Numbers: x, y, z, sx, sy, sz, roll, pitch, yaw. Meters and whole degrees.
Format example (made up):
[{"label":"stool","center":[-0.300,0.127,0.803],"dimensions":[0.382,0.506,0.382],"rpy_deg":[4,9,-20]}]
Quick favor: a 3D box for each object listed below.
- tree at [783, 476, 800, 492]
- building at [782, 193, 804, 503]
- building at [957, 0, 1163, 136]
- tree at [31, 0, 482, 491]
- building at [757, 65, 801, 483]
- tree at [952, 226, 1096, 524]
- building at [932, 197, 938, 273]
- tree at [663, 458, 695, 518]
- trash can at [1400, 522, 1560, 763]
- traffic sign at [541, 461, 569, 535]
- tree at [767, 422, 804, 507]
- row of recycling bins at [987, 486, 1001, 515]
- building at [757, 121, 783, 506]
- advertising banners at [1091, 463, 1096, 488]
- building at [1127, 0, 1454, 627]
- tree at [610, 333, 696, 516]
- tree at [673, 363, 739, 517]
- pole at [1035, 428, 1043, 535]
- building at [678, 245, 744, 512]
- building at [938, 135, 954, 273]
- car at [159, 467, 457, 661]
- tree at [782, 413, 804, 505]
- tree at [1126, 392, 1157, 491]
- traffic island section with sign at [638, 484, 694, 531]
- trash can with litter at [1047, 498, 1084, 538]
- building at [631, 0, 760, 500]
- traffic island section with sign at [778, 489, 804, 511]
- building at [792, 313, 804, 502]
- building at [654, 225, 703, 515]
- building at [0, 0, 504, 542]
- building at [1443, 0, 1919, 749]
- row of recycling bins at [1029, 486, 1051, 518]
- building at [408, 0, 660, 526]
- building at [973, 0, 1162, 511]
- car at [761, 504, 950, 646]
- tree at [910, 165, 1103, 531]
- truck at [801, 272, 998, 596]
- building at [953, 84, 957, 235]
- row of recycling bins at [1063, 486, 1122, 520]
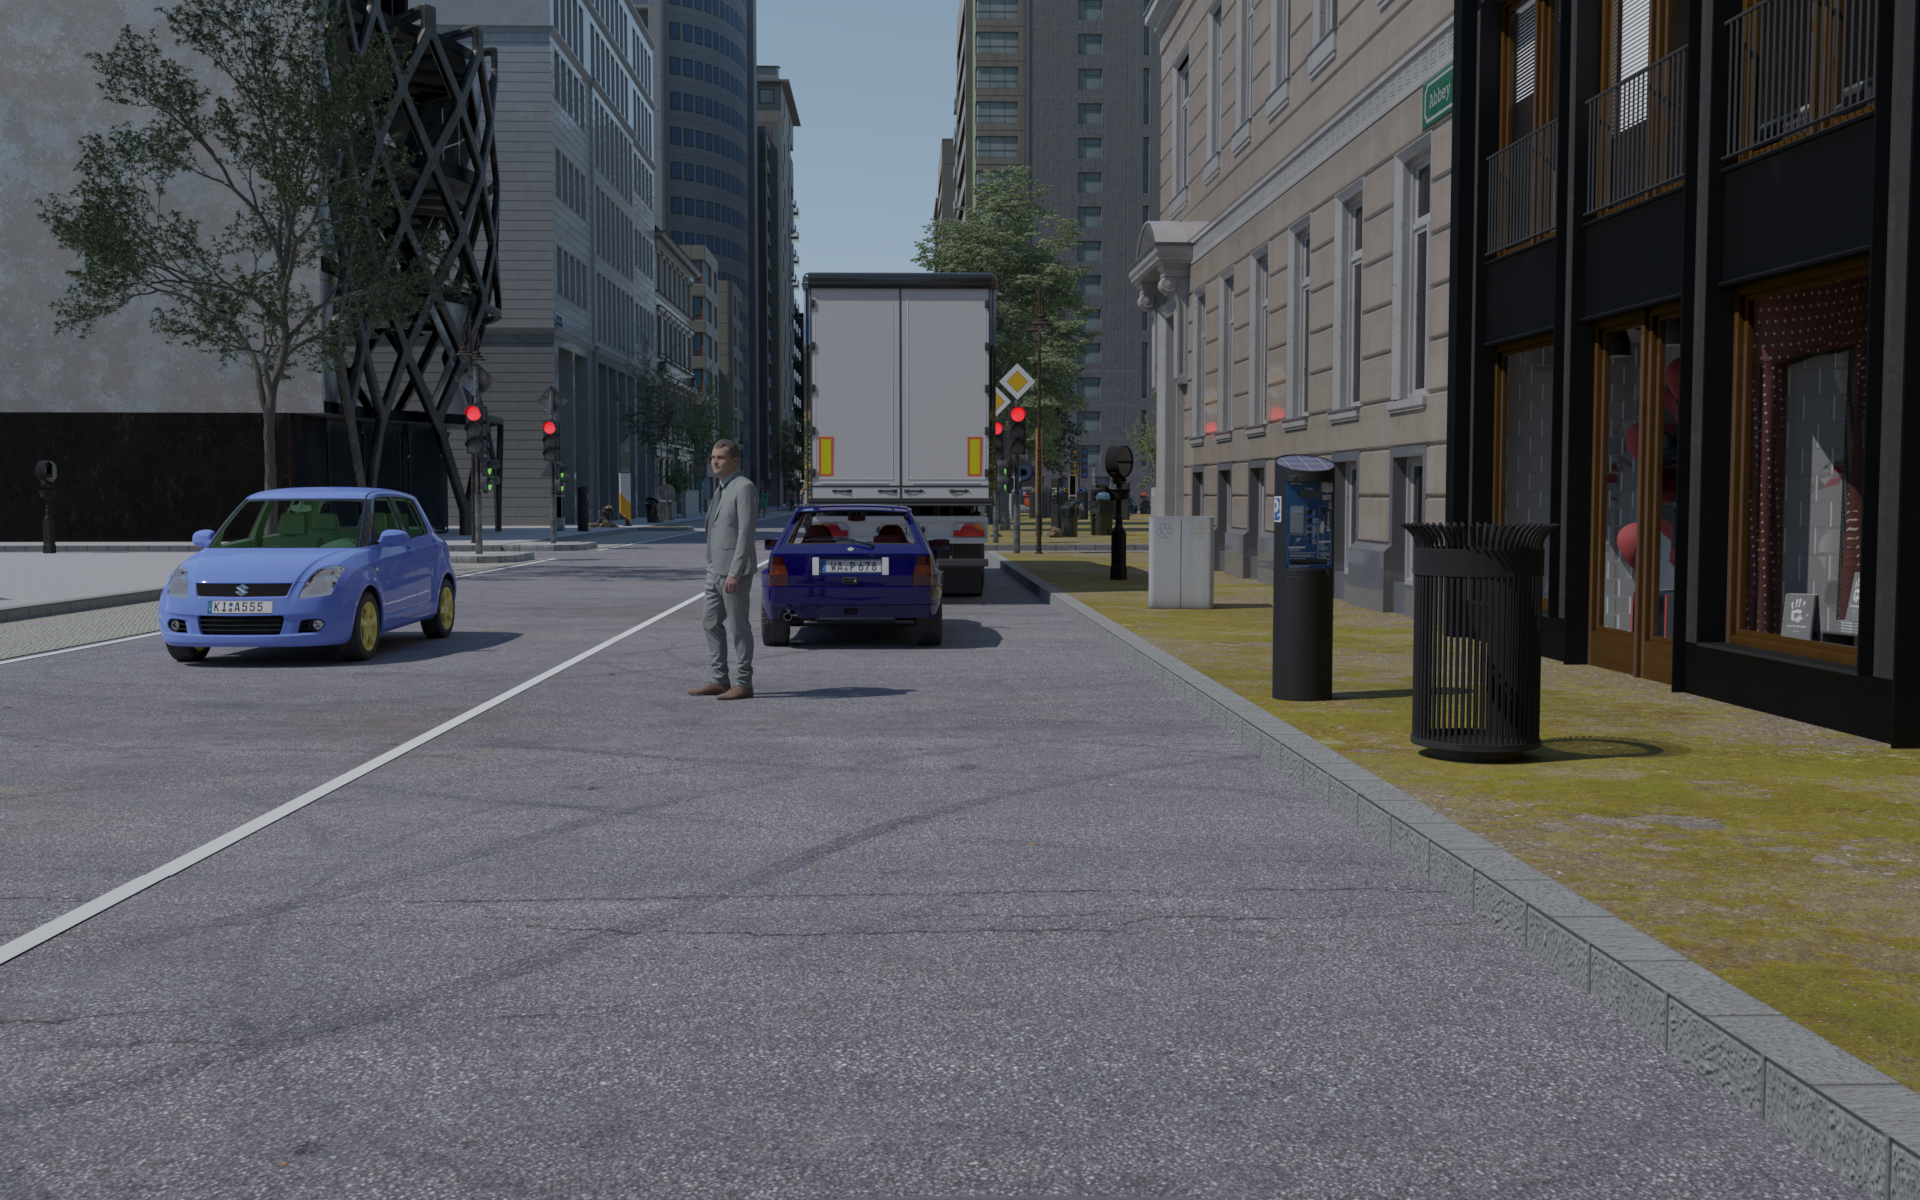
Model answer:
[{"label":"tree","center":[-18.051,-11.579,183.915],"dimensions":[1.663,3.219,1.824],"rpy_deg":[0,3,0]},{"label":"building","center":[-34.456,-38.444,248.168],"dimensions":[23.786,49.044,30.456],"rpy_deg":[0,4,-2]},{"label":"building","center":[10.712,-32.382,153.150],"dimensions":[21.300,48.544,21.600],"rpy_deg":[0,4,-2]},{"label":"tree","center":[-12.182,-5.831,29.754],"dimensions":[8.767,10.594,7.601],"rpy_deg":[1,4,17]},{"label":"building","center":[-34.898,-38.438,217.707],"dimensions":[28.713,52.752,27.495],"rpy_deg":[0,4,-2]},{"label":"tree","center":[1.344,-9.601,73.987],"dimensions":[9.611,12.733,9.660],"rpy_deg":[0,3,0]},{"label":"building","center":[7.156,-36.454,250.650],"dimensions":[22.147,44.769,28.867],"rpy_deg":[0,4,-2]},{"label":"tree","center":[-15.054,-6.019,93.012],"dimensions":[1.663,3.219,1.824],"rpy_deg":[0,3,0]},{"label":"trash can","center":[2.524,0.195,8.458],"dimensions":[0.748,1.137,0.748],"rpy_deg":[0,3,0]},{"label":"traffic sign","center":[-12.747,-3.336,54.554],"dimensions":[0.884,2.594,0.081],"rpy_deg":[0,4,-2]},{"label":"tree","center":[-17.597,-13.825,176.404],"dimensions":[4.360,8.622,3.978],"rpy_deg":[0,3,0]},{"label":"row of recycling bins","center":[1.815,-4.776,85.205],"dimensions":[1.069,1.692,3.534],"rpy_deg":[0,4,1]},{"label":"building","center":[-26.448,-30.627,184.352],"dimensions":[14.154,41.232,14.086],"rpy_deg":[0,4,-2]},{"label":"advertising banners","center":[8.042,-6.262,98.578],"dimensions":[0.090,3.025,2.074],"rpy_deg":[3,5,39]},{"label":"building","center":[10.525,-14.630,25.101],"dimensions":[13.634,28.700,20.117],"rpy_deg":[0,4,-2]},{"label":"tree","center":[-13.819,-7.862,78.899],"dimensions":[4.360,8.622,3.978],"rpy_deg":[0,3,0]},{"label":"tree","center":[-14.592,-9.026,97.935],"dimensions":[4.737,8.622,4.395],"rpy_deg":[0,3,0]},{"label":"pole","center":[2.455,-3.667,53.798],"dimensions":[0.158,3.312,0.155],"rpy_deg":[0,3,0]},{"label":"building","center":[-32.011,-17.699,134.423],"dimensions":[27.650,21.520,28.899],"rpy_deg":[0,4,-2]},{"label":"building","center":[8.036,-36.796,225.311],"dimensions":[21.300,48.544,21.600],"rpy_deg":[0,4,-2]},{"label":"car","center":[-5.927,-0.391,15.988],"dimensions":[1.945,1.707,3.694],"rpy_deg":[0,4,-1]},{"label":"tree","center":[-18.419,-16.083,197.362],"dimensions":[8.767,10.594,7.601],"rpy_deg":[0,4,-3]},{"label":"tree","center":[13.617,-10.259,118.094],"dimensions":[4.737,8.622,4.395],"rpy_deg":[0,3,0]},{"label":"traffic island section with sign","center":[-11.404,-3.595,67.400],"dimensions":[1.989,1.847,2.006],"rpy_deg":[0,4,-2]},{"label":"trash can with litter","center":[3.113,-2.440,51.276],"dimensions":[1.055,1.170,0.624],"rpy_deg":[-3,4,-39]},{"label":"building","center":[-30.624,-37.954,162.550],"dimensions":[21.231,58.520,28.212],"rpy_deg":[0,4,-2]},{"label":"traffic island section with sign","center":[-14.205,-8.331,144.846],"dimensions":[1.989,1.847,2.006],"rpy_deg":[0,4,-2]},{"label":"building","center":[-30.026,-30.547,271.150],"dimensions":[14.160,30.474,14.107],"rpy_deg":[0,4,-2]},{"label":"building","center":[-22.415,-14.916,108.501],"dimensions":[10.561,19.102,19.286],"rpy_deg":[0,4,-2]},{"label":"building","center":[-23.333,-11.412,54.036],"dimensions":[16.820,18.784,16.811],"rpy_deg":[0,4,-2]},{"label":"building","center":[10.810,-10.865,7.321],"dimensions":[12.332,23.373,15.834],"rpy_deg":[0,4,-2]},{"label":"row of recycling bins","center":[4.418,-5.270,93.279],"dimensions":[1.069,1.692,3.534],"rpy_deg":[1,4,12]},{"label":"building","center":[-22.160,-18.708,83.376],"dimensions":[11.434,29.767,29.804],"rpy_deg":[0,4,-2]},{"label":"building","center":[7.934,-27.637,135.452],"dimensions":[14.154,41.232,14.086],"rpy_deg":[0,4,-2]},{"label":"car","center":[-1.064,-0.315,17.735],"dimensions":[1.945,1.354,3.894],"rpy_deg":[0,4,-2]},{"label":"tree","center":[1.335,-8.689,60.200],"dimensions":[7.486,12.596,7.792],"rpy_deg":[0,3,0]},{"label":"truck","center":[-0.931,-2.363,27.544],"dimensions":[2.839,4.237,11.283],"rpy_deg":[0,4,-2]},{"label":"building","center":[10.682,-34.222,179.130],"dimensions":[23.786,49.044,30.456],"rpy_deg":[0,4,-2]},{"label":"row of recycling bins","center":[6.448,-4.868,86.703],"dimensions":[3.534,1.692,1.069],"rpy_deg":[0,4,1]}]
